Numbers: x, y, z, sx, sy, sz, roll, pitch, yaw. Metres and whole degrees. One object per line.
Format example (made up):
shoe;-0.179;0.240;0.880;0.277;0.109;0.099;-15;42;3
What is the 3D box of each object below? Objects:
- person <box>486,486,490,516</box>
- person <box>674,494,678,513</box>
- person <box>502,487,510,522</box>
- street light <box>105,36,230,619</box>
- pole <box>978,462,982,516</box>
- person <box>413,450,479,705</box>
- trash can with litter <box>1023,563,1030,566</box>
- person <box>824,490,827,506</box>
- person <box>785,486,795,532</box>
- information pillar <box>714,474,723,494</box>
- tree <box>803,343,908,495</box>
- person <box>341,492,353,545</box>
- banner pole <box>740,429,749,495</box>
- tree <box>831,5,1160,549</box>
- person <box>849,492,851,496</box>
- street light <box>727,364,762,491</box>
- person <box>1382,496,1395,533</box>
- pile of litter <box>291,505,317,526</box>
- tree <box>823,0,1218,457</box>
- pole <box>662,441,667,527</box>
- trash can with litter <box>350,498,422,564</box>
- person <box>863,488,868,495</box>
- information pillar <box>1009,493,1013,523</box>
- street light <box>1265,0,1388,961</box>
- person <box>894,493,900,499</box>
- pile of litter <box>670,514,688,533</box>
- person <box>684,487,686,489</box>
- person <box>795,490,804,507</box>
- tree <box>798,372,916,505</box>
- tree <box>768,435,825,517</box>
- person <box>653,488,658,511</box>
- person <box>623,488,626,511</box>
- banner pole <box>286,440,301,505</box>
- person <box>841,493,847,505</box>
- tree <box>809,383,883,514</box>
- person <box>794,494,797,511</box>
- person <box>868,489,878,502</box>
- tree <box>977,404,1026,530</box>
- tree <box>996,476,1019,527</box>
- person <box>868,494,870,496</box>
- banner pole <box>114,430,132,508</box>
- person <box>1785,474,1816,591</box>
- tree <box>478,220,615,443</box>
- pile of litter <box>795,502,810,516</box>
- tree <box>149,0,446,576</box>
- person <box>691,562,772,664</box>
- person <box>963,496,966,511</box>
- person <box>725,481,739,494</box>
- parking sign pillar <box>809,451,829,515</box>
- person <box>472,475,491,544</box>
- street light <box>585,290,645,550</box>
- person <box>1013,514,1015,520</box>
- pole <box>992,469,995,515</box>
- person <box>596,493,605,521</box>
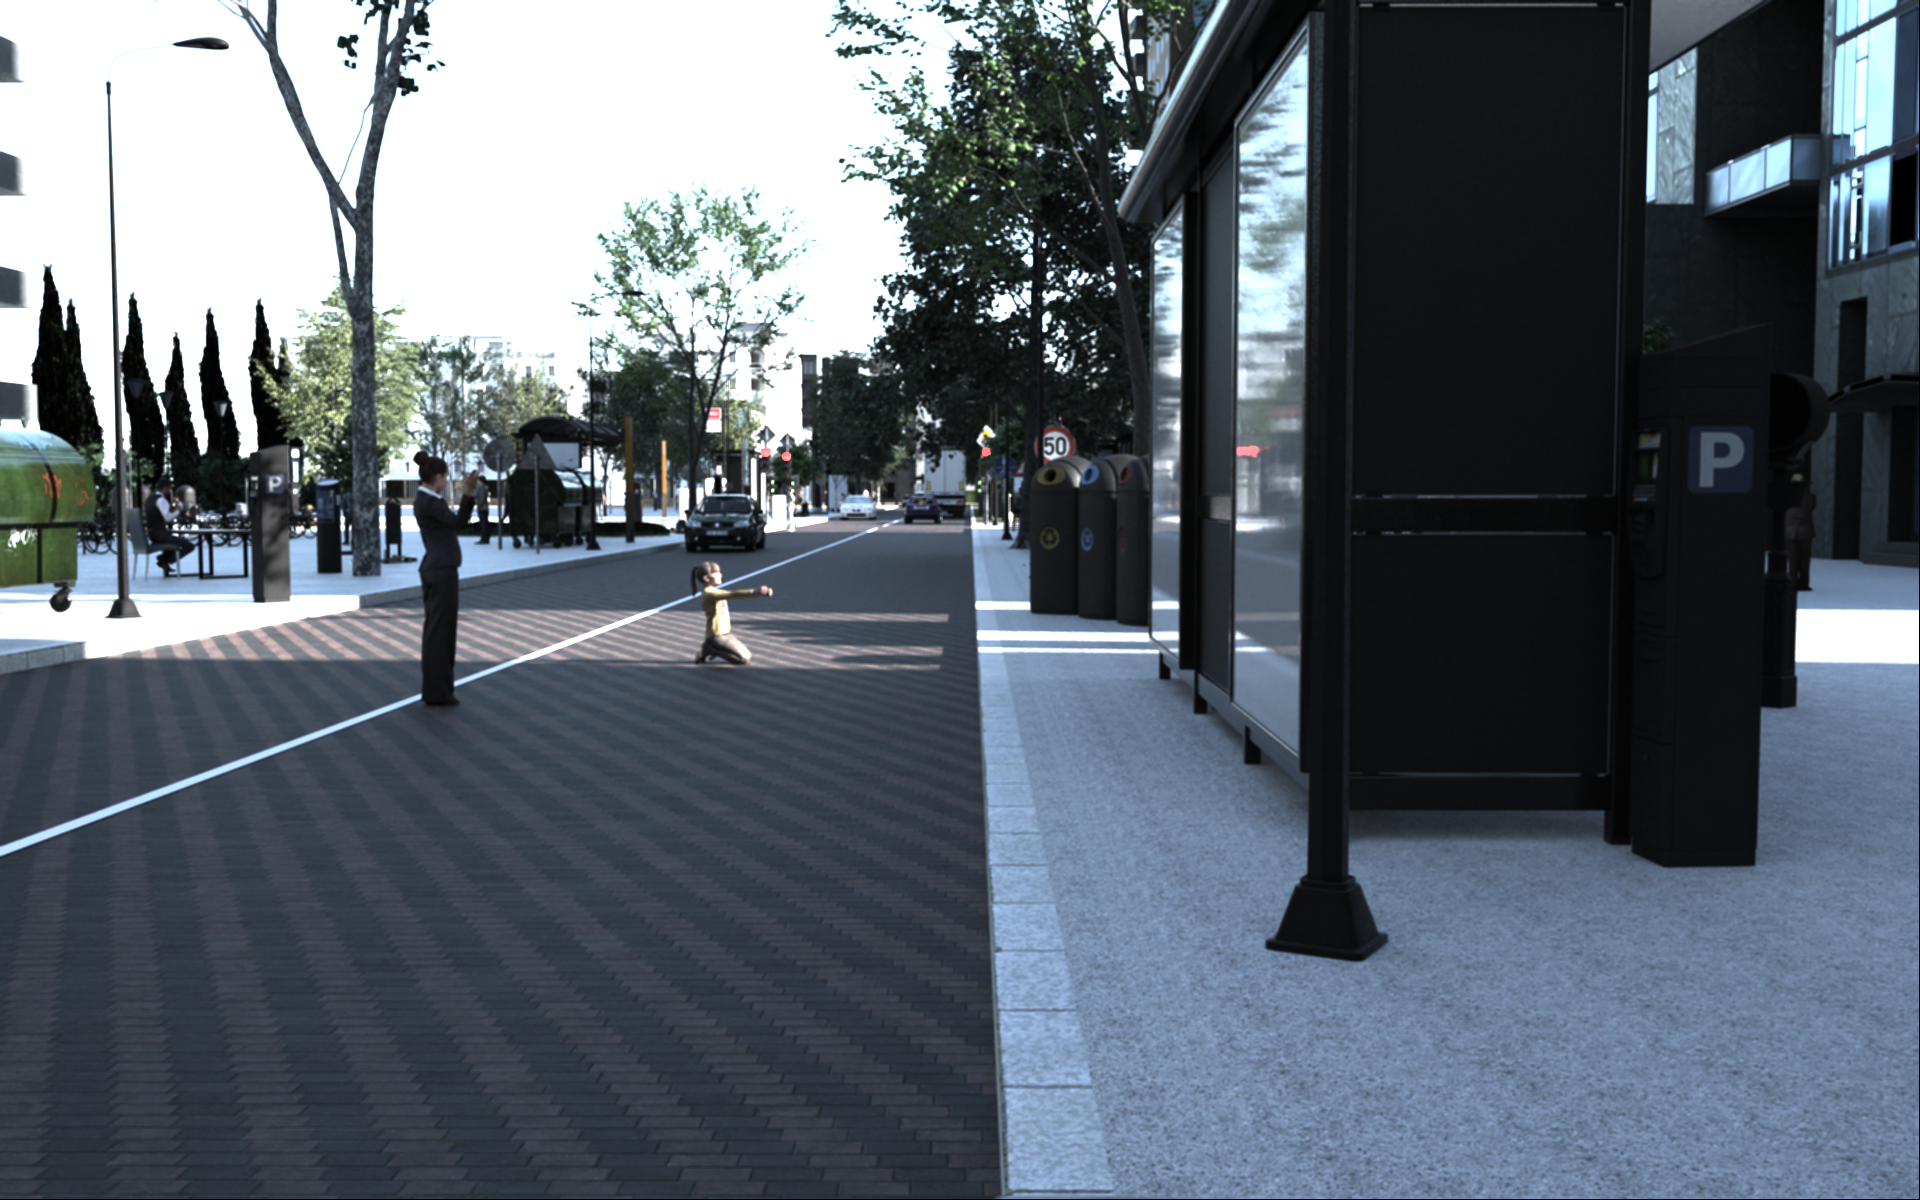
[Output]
person;-25.387;-5.269;92.917;0.376;1.734;0.841;-1;4;-15
person;-19.455;-6.767;119.375;0.574;1.496;0.600;3;5;44
person;-15.228;-3.029;58.105;0.613;1.512;0.480;-1;4;-18
street light;-8.110;-2.765;17.742;1.470;5.913;1.316;0;4;0
pole;1.195;-6.650;102.567;0.158;3.312;0.155;0;3;0
person;-3.441;-0.152;11.783;0.742;1.727;0.445;2;4;29
trash can with litter;2.224;-1.193;30.570;1.678;1.210;2.233;-2;4;-23
person;-14.265;-10.952;185.909;0.742;1.727;0.445;2;4;25
person;-6.488;-3.489;66.269;0.376;1.734;0.841;0;4;3
information pillar;-8.828;-3.595;63.270;0.304;2.012;0.304;0;4;-3
tree;-8.534;-14.580;145.045;9.857;13.997;8.962;0;3;0
person;-15.244;-2.143;43.294;0.499;1.552;0.429;-1;4;-12
banner pole;-8.211;-4.655;66.130;0.401;3.779;0.863;-2;4;-31
tree;1.778;-7.557;40.563;9.611;12.733;9.660;0;3;0
person;-8.921;-8.018;139.345;0.590;1.554;0.614;-1;4;-23
street light;-7.771;-5.474;62.046;1.470;5.913;1.316;0;4;0
person;13.666;-2.987;55.599;0.841;1.734;0.376;-3;5;-45
pile of litter;-26.126;-3.381;69.251;1.719;0.858;1.176;1;4;9
tree;2.263;-5.784;20.328;9.928;11.665;9.643;0;3;0
pole;-11.300;-4.424;66.170;0.158;3.312;0.155;0;3;0
trash can with litter;-10.826;-1.297;32.267;1.678;1.210;2.233;0;4;6
person;-9.271;-9.942;168.456;0.709;1.838;0.599;-3;5;-43
information pillar;2.176;-4.479;77.729;0.304;2.012;0.304;3;4;39
street light;0.504;-1.971;4.762;1.470;5.913;1.316;0;4;0
person;-8.212;-13.327;223.921;0.705;1.826;1.348;2;4;30
pile of litter;-8.880;-2.661;57.467;1.719;0.858;1.176;1;4;13
person;-19.352;-7.055;121.531;0.875;1.805;0.789;0;4;5
person;-15.883;-10.131;172.465;1.217;1.735;0.721;2;4;29
tree;-8.825;-12.044;131.338;8.767;10.594;7.601;3;5;43
tree;-9.258;-6.850;95.703;4.285;4.588;4.351;0;3;0
person;-23.121;-7.628;131.697;0.436;1.711;0.756;1;4;13
person;-25.422;-7.658;132.051;0.445;1.727;0.742;0;4;7
banner pole;-31.080;-5.546;80.700;0.401;3.779;0.863;2;4;34
person;-7.740;-6.498;116.191;0.435;1.345;0.340;0;4;-5
tree;-8.033;-9.978;113.507;4.360;8.622;3.978;0;3;0
person;-12.594;-7.445;131.681;0.340;1.345;0.435;2;4;26
person;-9.288;-10.921;184.618;1.348;1.823;0.705;0;4;-5
tree;2.346;-4.855;63.095;4.285;4.588;4.351;0;3;0
tree;2.177;-4.424;66.940;1.663;3.219;1.824;0;3;0
person;-11.996;-13.050;220.114;1.217;1.736;0.721;0;4;7
banner pole;-32.579;-4.744;67.586;0.401;3.779;0.863;2;4;26
person;11.095;-0.898;22.999;0.482;1.546;0.388;1;4;22
tree;-8.461;-7.943;55.620;9.928;11.665;9.643;0;3;0
pile of litter;-9.219;-5.274;100.188;1.176;0.858;1.719;0;4;7
tree;-10.603;-10.488;27.374;12.611;20.169;13.585;0;3;0
person;-1.932;0.109;14.647;0.695;0.859;0.347;0;4;7
person;0.401;-8.295;148.038;0.340;1.345;0.435;-1;4;-13
person;-6.849;-2.619;51.450;0.598;1.807;0.434;3;5;39
parking sign pillar;-8.922;-7.309;107.975;1.447;3.967;1.447;-1;4;-15
person;-12.427;-2.324;44.579;0.750;1.759;0.617;1;4;16
street light;-7.885;-4.102;39.617;1.470;5.913;1.316;0;4;0
person;2.481;-4.659;84.169;0.963;1.587;0.435;1;4;9
pole;2.077;-6.831;105.522;0.158;3.312;0.155;0;3;0
person;-17.072;-4.626;81.805;0.598;1.807;0.434;0;4;2
